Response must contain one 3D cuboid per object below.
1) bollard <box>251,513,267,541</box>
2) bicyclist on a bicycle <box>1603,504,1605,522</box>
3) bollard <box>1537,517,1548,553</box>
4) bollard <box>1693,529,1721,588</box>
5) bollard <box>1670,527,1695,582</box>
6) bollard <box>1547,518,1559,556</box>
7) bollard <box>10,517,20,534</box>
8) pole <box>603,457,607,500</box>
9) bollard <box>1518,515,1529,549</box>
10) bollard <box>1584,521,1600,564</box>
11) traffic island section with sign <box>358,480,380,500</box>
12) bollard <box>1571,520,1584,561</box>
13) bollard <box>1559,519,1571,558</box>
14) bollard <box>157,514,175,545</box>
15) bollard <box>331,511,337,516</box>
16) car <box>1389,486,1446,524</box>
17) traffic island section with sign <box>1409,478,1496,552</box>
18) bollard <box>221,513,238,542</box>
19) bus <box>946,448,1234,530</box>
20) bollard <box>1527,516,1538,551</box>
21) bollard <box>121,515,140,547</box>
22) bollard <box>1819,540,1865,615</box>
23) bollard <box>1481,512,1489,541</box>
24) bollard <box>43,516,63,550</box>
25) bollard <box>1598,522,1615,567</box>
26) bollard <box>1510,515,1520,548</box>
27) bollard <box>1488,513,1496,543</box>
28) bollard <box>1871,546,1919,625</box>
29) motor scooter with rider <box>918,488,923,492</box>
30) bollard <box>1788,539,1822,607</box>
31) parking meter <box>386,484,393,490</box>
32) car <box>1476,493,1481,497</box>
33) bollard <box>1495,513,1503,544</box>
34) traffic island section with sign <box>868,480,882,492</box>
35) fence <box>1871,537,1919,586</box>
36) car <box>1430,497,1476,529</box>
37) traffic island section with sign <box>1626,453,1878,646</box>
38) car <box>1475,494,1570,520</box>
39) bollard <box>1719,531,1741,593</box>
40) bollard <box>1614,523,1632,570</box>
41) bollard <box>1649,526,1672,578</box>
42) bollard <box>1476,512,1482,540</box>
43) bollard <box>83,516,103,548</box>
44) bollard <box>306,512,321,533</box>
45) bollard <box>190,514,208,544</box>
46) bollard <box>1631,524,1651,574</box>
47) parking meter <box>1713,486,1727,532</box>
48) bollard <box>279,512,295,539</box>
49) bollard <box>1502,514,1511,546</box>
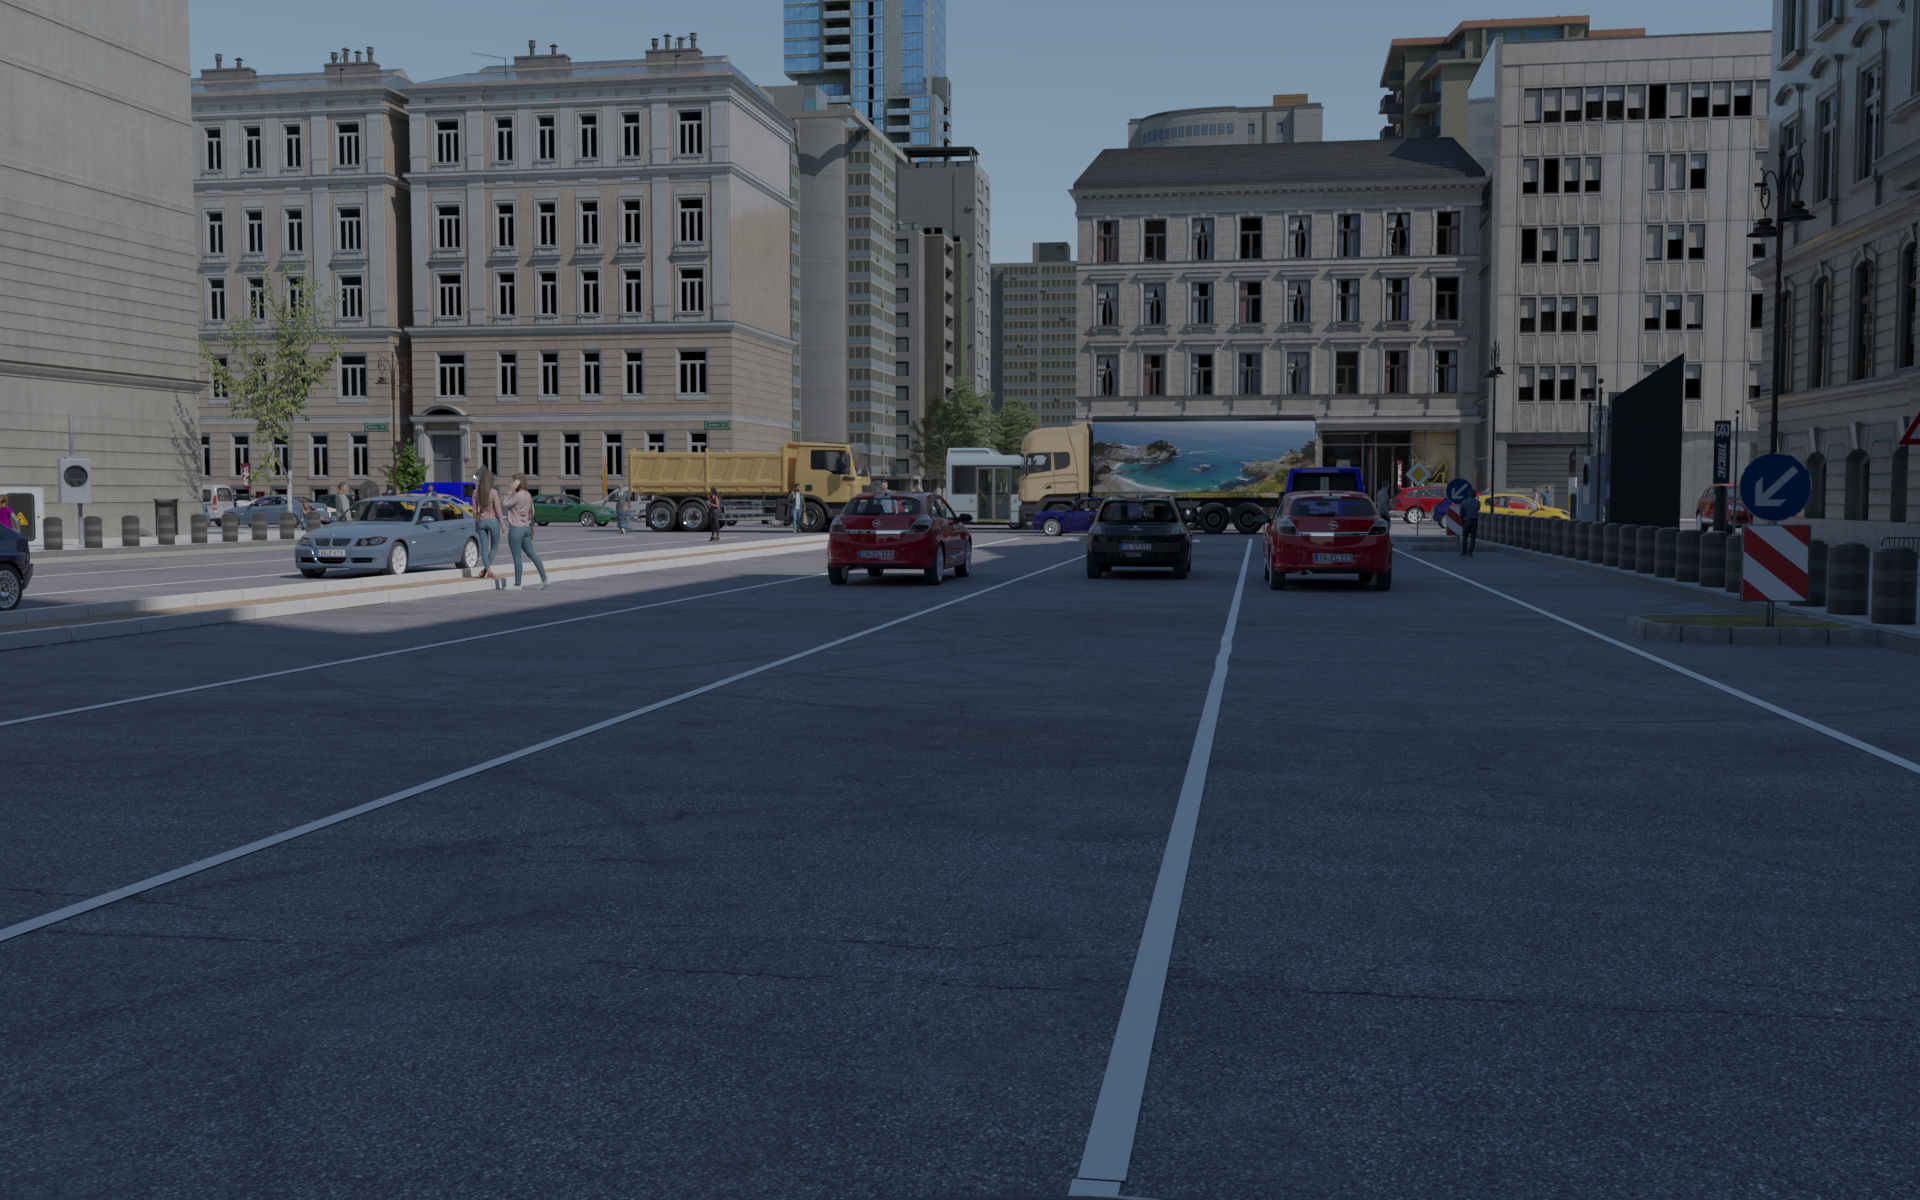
[{"bbox_3d":[-19.337,-2.023,47.795,0.404,0.777,0.398,0,3,0],"label":"bollard"},{"bbox_3d":[24.735,-3.486,67.023,1.625,1.676,1.499,1,4,10],"label":"bicyclist on a bicycle"},{"bbox_3d":[12.802,-1.394,37.514,0.404,0.777,0.398,0,3,0],"label":"bollard"},{"bbox_3d":[10.441,-0.564,23.935,0.404,0.777,0.398,0,3,0],"label":"bollard"},{"bbox_3d":[10.676,-0.647,25.300,0.404,0.777,0.398,0,3,0],"label":"bollard"},{"bbox_3d":[12.567,-1.312,36.161,0.404,0.777,0.398,0,3,0],"label":"bollard"},{"bbox_3d":[-20.994,-1.441,38.283,0.404,0.777,0.398,0,3,0],"label":"bollard"},{"bbox_3d":[-19.501,-6.195,95.125,0.158,3.312,0.155,0,3,0],"label":"pole"},{"bbox_3d":[13.273,-1.560,40.222,0.404,0.777,0.398,0,3,0],"label":"bollard"},{"bbox_3d":[11.855,-1.061,32.070,0.404,0.777,0.398,0,3,0],"label":"bollard"},{"bbox_3d":[-17.210,-2.508,49.641,1.989,1.847,2.006,1,4,10],"label":"traffic island section with sign"},{"bbox_3d":[12.091,-1.144,33.423,0.404,0.777,0.398,0,3,0],"label":"bollard"},{"bbox_3d":[12.329,-1.228,34.788,0.404,0.777,0.398,0,3,0],"label":"bollard"},{"bbox_3d":[-20.046,-1.774,43.730,0.404,0.777,0.398,0,3,0],"label":"bollard"},{"bbox_3d":[-18.631,-2.273,51.883,0.404,0.777,0.398,0,3,0],"label":"bollard"},{"bbox_3d":[23.299,-4.559,83.216,5.304,1.827,2.281,1,4,9],"label":"car"},{"bbox_3d":[12.465,-2.160,43.939,1.989,1.847,2.006,1,4,10],"label":"traffic island section with sign"},{"bbox_3d":[-19.579,-1.940,46.443,0.404,0.777,0.398,0,3,0],"label":"bollard"},{"bbox_3d":[6.184,-4.532,68.959,13.247,3.499,2.948,1,4,11],"label":"bus"},{"bbox_3d":[13.037,-1.477,38.869,0.404,0.777,0.398,0,3,0],"label":"bollard"},{"bbox_3d":[-20.286,-1.691,42.362,0.404,0.777,0.398,0,3,0],"label":"bollard"},{"bbox_3d":[9.491,-0.232,18.504,0.404,0.777,0.398,0,3,0],"label":"bollard"},{"bbox_3d":[14.466,-1.977,47.041,0.404,0.777,0.398,0,3,0],"label":"bollard"},{"bbox_3d":[-20.760,-1.524,39.636,0.404,0.777,0.398,0,3,0],"label":"bollard"},{"bbox_3d":[11.624,-0.979,30.716,0.404,0.777,0.398,0,3,0],"label":"bollard"},{"bbox_3d":[13.513,-1.643,41.576,0.404,0.777,0.398,0,3,0],"label":"bollard"},{"bbox_3d":[14.226,-1.894,45.680,0.404,0.777,0.398,0,3,0],"label":"bollard"},{"bbox_3d":[9.255,-0.149,17.150,0.404,0.777,0.398,0,3,0],"label":"bollard"},{"bbox_3d":[-2.236,-4.786,87.222,1.986,1.779,0.876,1,4,9],"label":"motor scooter with rider"},{"bbox_3d":[9.728,-0.315,19.862,0.404,0.777,0.398,0,3,0],"label":"bollard"},{"bbox_3d":[-32.159,-5.634,97.822,0.399,1.863,0.255,-1,4,-10],"label":"parking meter"},{"bbox_3d":[24.078,-4.263,78.742,4.494,1.783,2.155,1,4,9],"label":"car"},{"bbox_3d":[13.986,-1.810,44.311,0.404,0.777,0.398,0,3,0],"label":"bollard"},{"bbox_3d":[-2.822,-2.943,56.256,2.006,1.907,1.989,1,4,10],"label":"traffic island section with sign"},{"bbox_3d":[13.733,-0.532,24.069,2.069,0.683,0.278,0,4,-6],"label":"fence"},{"bbox_3d":[21.587,-3.638,72.062,3.894,1.354,1.945,1,4,11],"label":"car"},{"bbox_3d":[7.835,-0.535,17.383,1.989,1.847,2.006,1,4,10],"label":"traffic island section with sign"},{"bbox_3d":[20.658,-3.296,64.113,3.980,1.641,2.015,1,4,11],"label":"car"},{"bbox_3d":[10.205,-0.481,22.582,0.404,0.777,0.398,0,3,0],"label":"bollard"},{"bbox_3d":[11.383,-0.896,29.360,0.404,0.777,0.398,0,3,0],"label":"bollard"},{"bbox_3d":[10.911,-0.730,26.654,0.404,0.777,0.398,0,3,0],"label":"bollard"},{"bbox_3d":[14.699,-2.060,48.399,0.404,0.777,0.398,0,3,0],"label":"bollard"},{"bbox_3d":[-20.526,-1.608,41.004,0.404,0.777,0.398,0,3,0],"label":"bollard"},{"bbox_3d":[-18.865,-2.189,50.511,0.404,0.777,0.398,0,3,0],"label":"bollard"},{"bbox_3d":[-19.812,-1.858,45.089,0.404,0.777,0.398,0,3,0],"label":"bollard"},{"bbox_3d":[11.147,-0.813,28.007,0.404,0.777,0.398,0,3,0],"label":"bollard"},{"bbox_3d":[22.951,-2.685,52.306,0.372,1.533,0.369,0,3,0],"label":"parking meter"},{"bbox_3d":[-19.104,-2.107,49.159,0.404,0.777,0.398,0,3,0],"label":"bollard"},{"bbox_3d":[13.749,-1.726,42.938,0.404,0.777,0.398,0,3,0],"label":"bollard"}]
